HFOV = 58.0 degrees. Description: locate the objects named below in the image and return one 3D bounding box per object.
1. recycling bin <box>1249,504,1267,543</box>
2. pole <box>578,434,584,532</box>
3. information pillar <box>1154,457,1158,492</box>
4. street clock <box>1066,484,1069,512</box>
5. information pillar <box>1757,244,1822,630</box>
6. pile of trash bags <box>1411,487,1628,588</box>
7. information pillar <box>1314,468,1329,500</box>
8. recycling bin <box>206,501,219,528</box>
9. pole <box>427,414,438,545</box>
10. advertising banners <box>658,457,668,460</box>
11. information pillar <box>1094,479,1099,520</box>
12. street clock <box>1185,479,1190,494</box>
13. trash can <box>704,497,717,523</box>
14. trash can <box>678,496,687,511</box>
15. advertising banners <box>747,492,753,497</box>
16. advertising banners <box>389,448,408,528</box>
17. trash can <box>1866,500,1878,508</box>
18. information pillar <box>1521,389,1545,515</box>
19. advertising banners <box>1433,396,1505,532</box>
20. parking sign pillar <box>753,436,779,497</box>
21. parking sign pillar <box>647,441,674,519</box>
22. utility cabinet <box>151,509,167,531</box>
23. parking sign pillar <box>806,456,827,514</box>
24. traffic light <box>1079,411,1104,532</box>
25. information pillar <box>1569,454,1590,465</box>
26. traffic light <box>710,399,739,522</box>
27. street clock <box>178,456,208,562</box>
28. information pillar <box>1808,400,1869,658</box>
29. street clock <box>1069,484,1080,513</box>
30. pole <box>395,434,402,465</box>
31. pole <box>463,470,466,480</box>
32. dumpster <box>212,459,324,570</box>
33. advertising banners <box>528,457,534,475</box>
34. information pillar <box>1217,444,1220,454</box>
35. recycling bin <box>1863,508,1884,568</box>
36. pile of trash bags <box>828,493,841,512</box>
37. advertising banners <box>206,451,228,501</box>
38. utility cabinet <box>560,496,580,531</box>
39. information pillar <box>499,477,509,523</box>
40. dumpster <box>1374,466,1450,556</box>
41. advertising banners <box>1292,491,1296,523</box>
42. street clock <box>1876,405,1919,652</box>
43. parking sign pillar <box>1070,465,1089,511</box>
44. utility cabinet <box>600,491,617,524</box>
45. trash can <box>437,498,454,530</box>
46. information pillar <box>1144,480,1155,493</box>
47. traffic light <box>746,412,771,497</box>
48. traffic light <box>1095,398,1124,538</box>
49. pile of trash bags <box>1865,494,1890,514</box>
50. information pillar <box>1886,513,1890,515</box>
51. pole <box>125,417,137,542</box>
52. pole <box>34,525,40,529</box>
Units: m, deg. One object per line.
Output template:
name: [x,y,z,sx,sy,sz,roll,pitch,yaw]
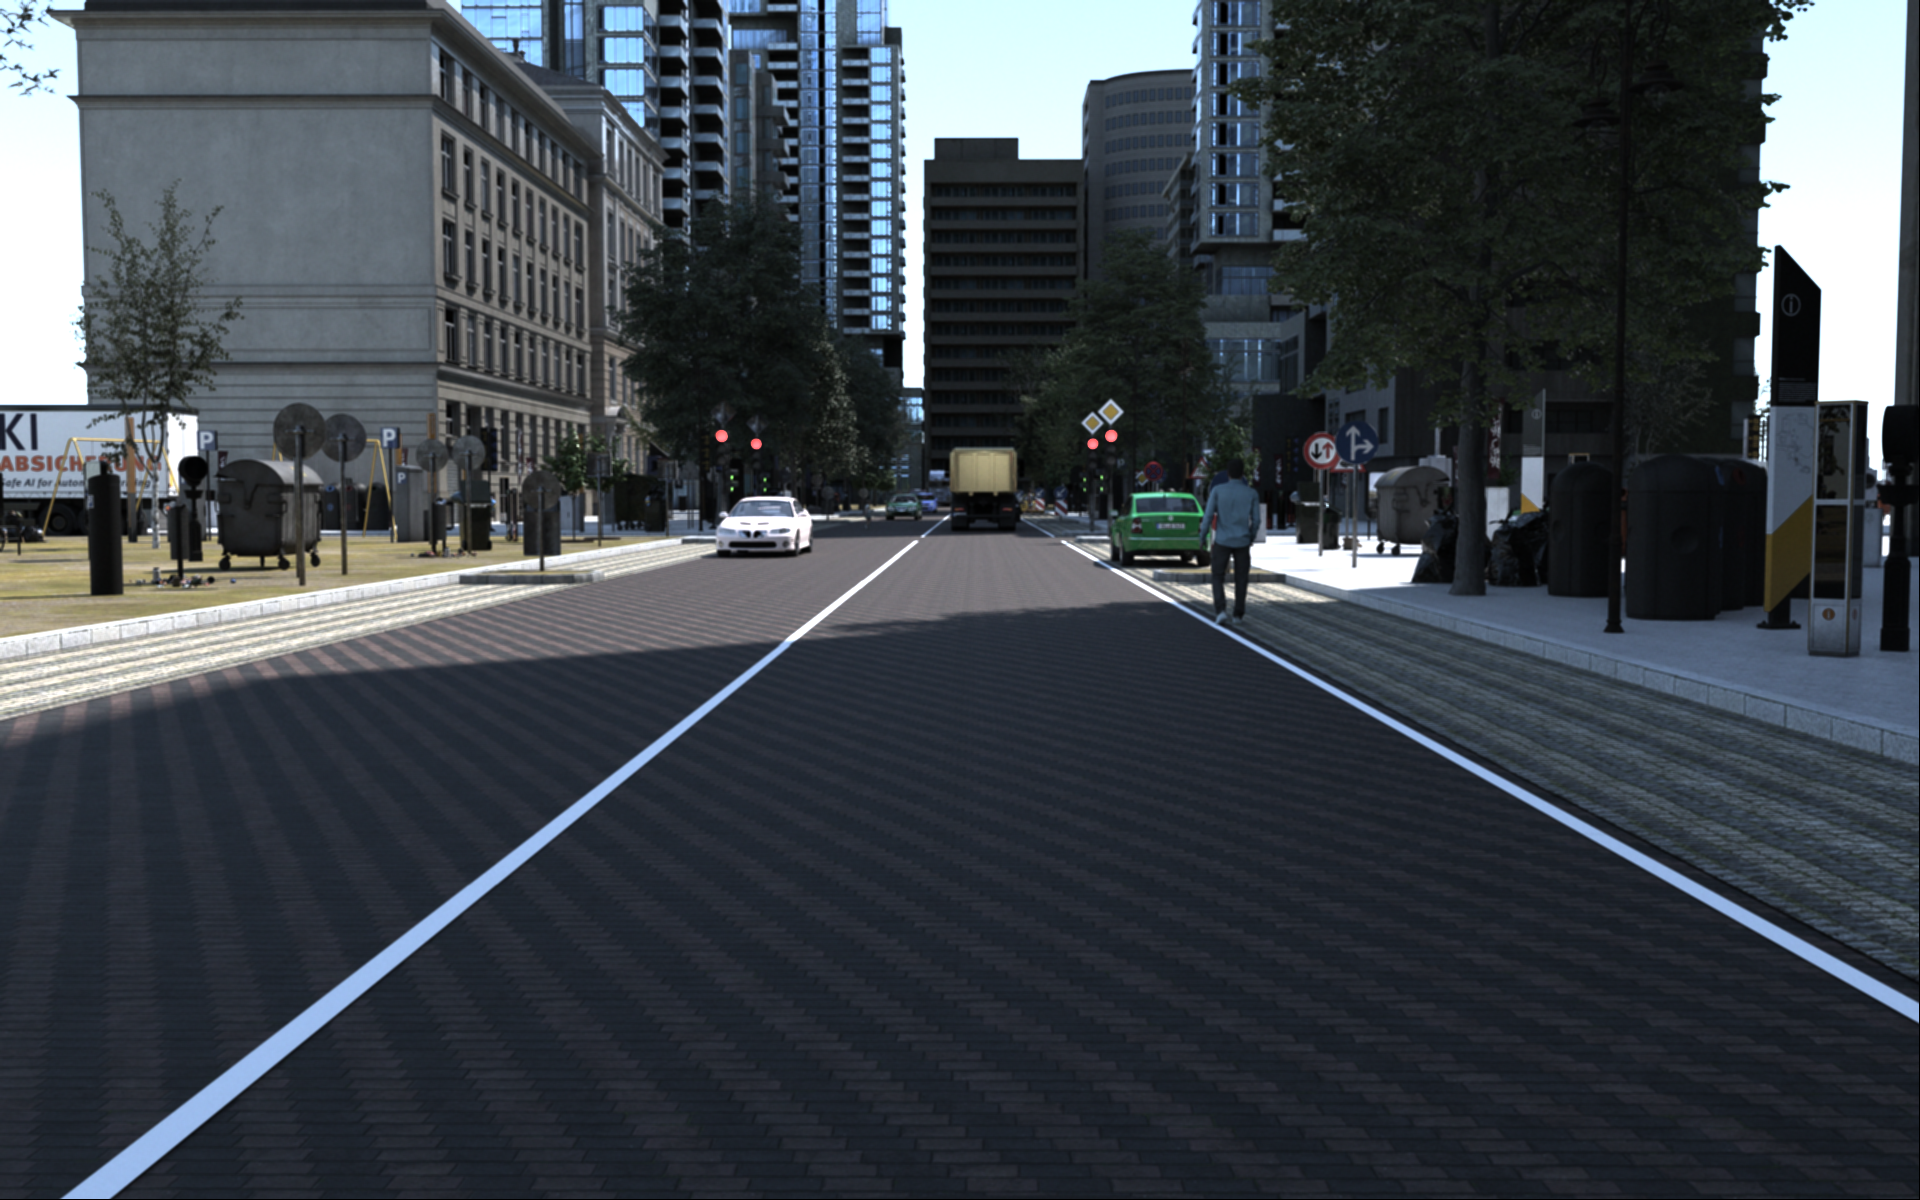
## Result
recycling bin: [7.657,-2.021,45.593,0.722,1.027,0.722,0,4,1]
pole: [-12.764,-3.948,58.390,0.158,3.312,0.155,0,3,0]
information pillar: [12.499,-7.285,110.466,0.183,3.616,0.504,3,4,37]
street clock: [7.682,-7.123,121.027,0.471,2.002,0.358,-1,4,-8]
information pillar: [7.887,-1.533,16.424,0.504,3.616,0.183,-1,4,-14]
pile of trash bags: [8.101,-0.908,24.591,1.912,1.369,3.447,-3,4,-39]
information pillar: [10.055,-2.676,48.241,0.304,2.012,0.304,-1,4,-15]
recycling bin: [-28.200,-3.247,65.636,0.722,1.027,0.722,0,4,4]
pole: [-13.404,-3.066,43.973,0.158,3.312,0.155,0,3,0]
advertising banners: [-14.856,-5.283,82.565,2.074,3.025,0.090,1,4,15]
information pillar: [6.585,-4.896,84.540,0.304,2.012,0.304,-3,5,-41]
street clock: [10.675,-4.717,81.694,0.358,2.002,0.471,0,4,1]
trash can: [-11.023,-4.014,77.287,0.748,1.137,0.748,0,3,0]
trash can: [-20.601,-7.155,128.645,0.748,1.137,0.748,0,3,0]
advertising banners: [-15.274,-8.328,132.350,2.074,3.025,0.090,0,4,4]
advertising banners: [-21.981,-4.281,66.176,2.074,3.025,0.090,1,4,15]
trash can: [48.567,-4.928,92.221,0.748,1.137,0.748,0,3,0]
information pillar: [12.852,-2.904,38.831,0.504,3.616,0.183,3,5,42]
advertising banners: [8.995,-2.099,30.514,2.074,3.025,0.090,-3,5,-40]
parking sign pillar: [-8.993,-5.482,78.096,1.447,3.967,1.447,0,4,7]
parking sign pillar: [-15.242,-6.072,87.745,1.447,3.967,1.447,2,4,29]
utility cabinet: [-27.212,-3.121,59.711,1.173,1.500,0.318,-3,4,-38]
parking sign pillar: [-9.196,-7.471,110.621,1.447,3.967,1.447,1,4,22]
traffic light: [4.480,-4.283,58.940,0.839,4.253,0.868,0,4,1]
information pillar: [11.249,-1.653,31.525,0.304,2.012,0.304,0,4,8]
traffic light: [-6.956,-3.800,51.046,0.839,4.253,0.868,0,4,1]
street clock: [-14.555,-1.734,32.919,0.358,2.002,0.471,3,5,39]
information pillar: [6.947,-0.563,13.702,0.304,2.012,0.304,-3,5,-44]
street clock: [7.998,-7.004,119.084,0.471,2.002,0.358,-2,4,-33]
pole: [-19.154,-3.994,59.146,0.158,3.312,0.155,0,3,0]
pole: [-19.424,-4.538,68.037,0.158,3.312,0.155,0,3,0]
dumpster: [-11.893,-1.472,29.827,1.264,1.857,1.865,0,4,1]
advertising banners: [-19.864,-5.280,82.508,0.090,3.025,2.074,3,4,37]
information pillar: [10.321,-4.684,67.932,0.504,3.616,0.183,0,4,-2]
recycling bin: [15.883,-1.104,30.611,0.722,1.027,0.722,2,4,31]
pile of trash bags: [-9.431,-7.023,124.574,1.912,1.369,3.447,1,4,18]
advertising banners: [-30.193,-4.493,69.640,0.090,3.025,2.074,1,4,23]
utility cabinet: [-13.826,-3.070,61.355,0.306,1.237,1.020,-3,4,-38]
information pillar: [-19.890,-4.351,75.635,0.304,2.012,0.304,3,4,37]
dumpster: [9.565,-1.886,36.592,1.264,1.857,1.865,0,4,1]
advertising banners: [14.624,-4.903,76.358,2.074,3.025,0.090,-2,4,-29]
street clock: [7.658,-0.585,14.130,0.358,2.002,0.471,3,4,37]
parking sign pillar: [8.978,-8.694,130.621,1.447,3.967,1.447,2,4,24]
utility cabinet: [-14.943,-3.963,73.471,0.318,1.500,1.173,1,4,15]
trash can: [-18.282,-3.047,61.479,0.748,1.137,0.748,0,3,0]
information pillar: [9.506,-5.067,87.329,0.304,2.012,0.304,-2,4,-35]
traffic light: [-6.880,-4.288,59.031,0.839,4.253,0.868,0,4,1]
traffic light: [4.405,-3.794,50.955,0.839,4.253,0.868,0,4,1]
pile of trash bags: [36.890,-3.747,71.009,3.447,1.369,1.912,-2,4,-24]
information pillar: [62.089,-6.798,115.633,0.304,2.012,0.304,3,5,42]
pole: [-22.094,-3.200,46.163,0.158,3.312,0.155,0,3,0]
pole: [-33.760,-4.244,63.239,0.158,3.312,0.155,0,3,0]
